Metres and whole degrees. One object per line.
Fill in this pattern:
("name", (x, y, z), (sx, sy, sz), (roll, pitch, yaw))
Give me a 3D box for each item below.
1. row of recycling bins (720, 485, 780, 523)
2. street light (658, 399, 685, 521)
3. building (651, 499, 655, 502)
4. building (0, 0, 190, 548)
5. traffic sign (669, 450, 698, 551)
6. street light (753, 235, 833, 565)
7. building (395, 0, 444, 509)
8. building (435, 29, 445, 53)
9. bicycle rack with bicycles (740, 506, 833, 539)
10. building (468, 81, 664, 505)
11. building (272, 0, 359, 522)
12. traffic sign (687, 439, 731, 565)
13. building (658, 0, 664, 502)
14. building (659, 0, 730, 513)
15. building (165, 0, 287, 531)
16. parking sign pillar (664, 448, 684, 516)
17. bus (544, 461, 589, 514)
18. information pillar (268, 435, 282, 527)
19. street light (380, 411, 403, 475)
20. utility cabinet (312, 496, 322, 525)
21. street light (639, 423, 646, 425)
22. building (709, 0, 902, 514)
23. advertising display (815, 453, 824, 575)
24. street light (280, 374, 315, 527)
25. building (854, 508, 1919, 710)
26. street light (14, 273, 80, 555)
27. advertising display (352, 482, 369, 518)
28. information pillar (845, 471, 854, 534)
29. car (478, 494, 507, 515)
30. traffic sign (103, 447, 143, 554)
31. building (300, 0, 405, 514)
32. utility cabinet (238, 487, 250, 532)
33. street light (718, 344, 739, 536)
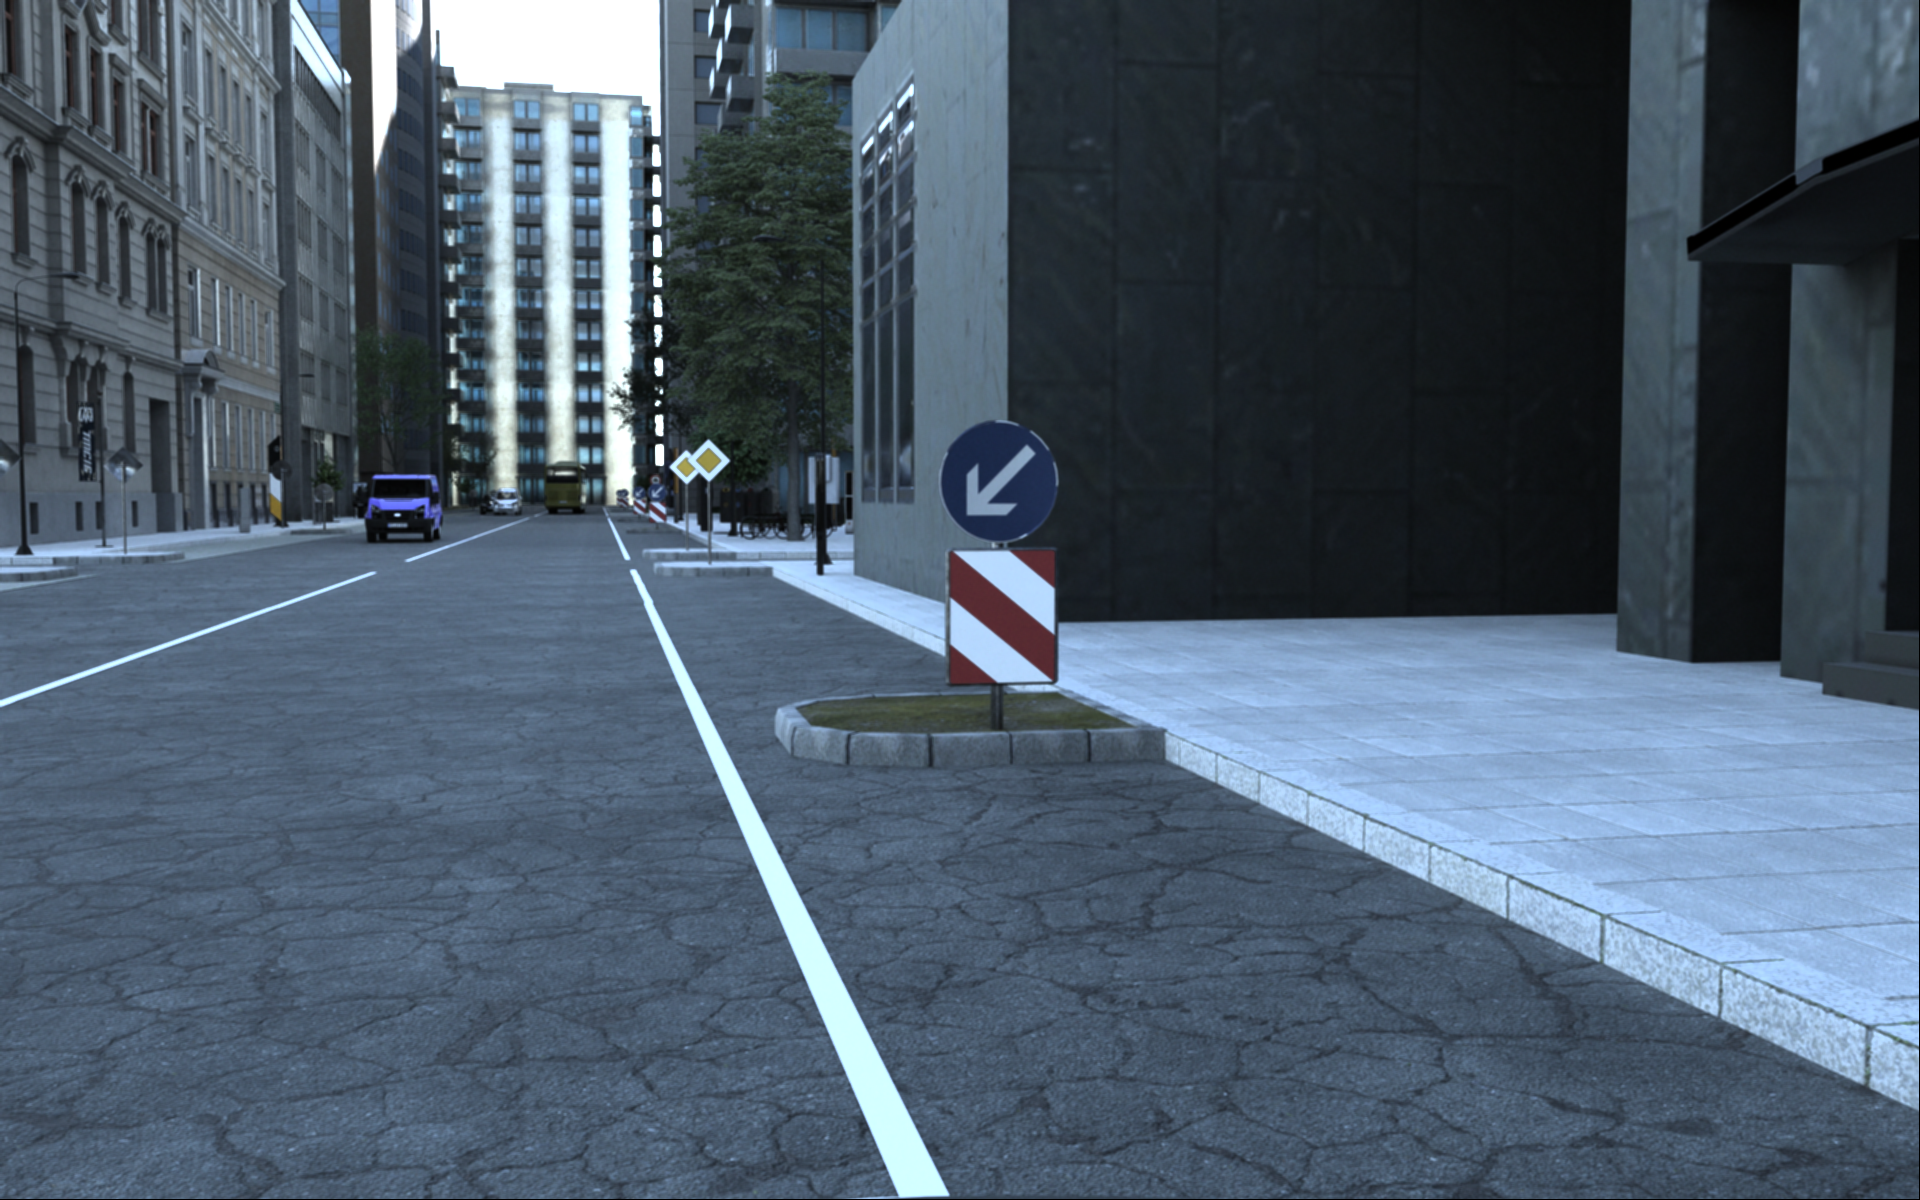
("row of recycling bins", (-9.373, -4.288, 77.220), (3.534, 1.692, 1.069), (3, 5, 40))
("street light", (-13.903, -6.738, 82.714), (1.470, 5.913, 1.316), (-1, 4, -12))
("building", (-15.430, -29.728, 177.933), (32.217, 40.220, 23.993), (-1, 4, -12))
("building", (-30.330, -15.826, 46.147), (14.401, 28.519, 23.554), (-1, 4, -12))
("traffic sign", (-6.192, -2.178, 39.256), (0.795, 2.450, 0.064), (-1, 4, -12))
("street light", (-3.023, -3.597, 31.350), (1.470, 5.913, 1.316), (-1, 4, -12))
("building", (-52.667, -36.226, 134.288), (21.231, 58.520, 28.212), (-1, 4, -12))
("building", (-64.226, -33.487, 167.123), (30.456, 49.044, 23.786), (-1, 4, -12))
("bicycle rack with bicycles", (-5.139, -2.264, 50.407), (2.925, 0.926, 2.852), (-1, 4, -17))
("building", (-50.475, -35.755, 204.205), (30.456, 49.044, 23.786), (-1, 4, -12))
("building", (-38.245, -16.484, 87.531), (12.078, 24.808, 19.932), (-1, 4, -12))
("traffic sign", (-4.555, -1.700, 31.440), (0.795, 2.450, 0.064), (-1, 4, -12))
("building", (-25.255, -47.059, 207.663), (20.611, 71.187, 20.563), (-1, 4, -12))
("building", (-11.872, -35.963, 130.001), (21.231, 58.520, 28.212), (-1, 4, -12))
("building", (-34.964, -17.232, 67.650), (13.634, 28.700, 20.117), (-1, 4, -12))
("parking sign pillar", (-16.923, -6.903, 101.339), (1.447, 3.967, 1.447), (-1, 4, -22))
("bus", (-29.247, -8.393, 128.774), (2.896, 3.916, 12.252), (-1, 4, -10))
("information pillar", (-27.047, -4.714, 68.432), (0.183, 3.616, 0.504), (3, 5, 40))
("street light", (-31.938, -7.629, 97.277), (1.470, 5.913, 1.316), (-1, 4, -12))
("utility cabinet", (-26.839, -3.739, 72.296), (0.306, 1.237, 1.020), (-2, 4, -26))
("street light", (-20.230, -8.595, 113.063), (1.470, 5.913, 1.316), (-1, 4, -12))
("building", (-2.191, -29.146, 96.141), (23.786, 49.044, 30.456), (-1, 4, -12))
("advertising display", (-2.244, -1.375, 27.702), (0.123, 1.923, 0.974), (0, 4, -6))
("street light", (-25.600, -5.773, 66.931), (1.470, 5.913, 1.316), (-1, 4, -12))
("building", (12.416, -42.768, 11.930), (22.319, 86.520, 31.000), (-1, 4, -12))
("street light", (-19.169, -3.905, 36.386), (1.470, 5.913, 1.316), (-1, 4, -12))
("advertising display", (-31.496, -5.250, 91.053), (0.974, 1.923, 0.123), (1, 4, 17))
("information pillar", (-3.496, -3.133, 55.713), (0.304, 2.012, 0.304), (2, 4, 24))
("car", (-32.731, -6.835, 121.531), (2.009, 1.686, 4.222), (-1, 4, -13))
("traffic sign", (-17.790, -2.031, 36.857), (0.795, 2.450, 0.064), (-1, 4, -12))
("building", (-45.112, -28.407, 114.566), (14.600, 45.320, 14.200), (-1, 4, -12))
("utility cabinet", (-23.838, -2.996, 57.660), (0.318, 1.500, 1.173), (-2, 4, -25))
("street light", (-7.434, -4.881, 52.352), (1.470, 5.913, 1.316), (-1, 4, -12))
